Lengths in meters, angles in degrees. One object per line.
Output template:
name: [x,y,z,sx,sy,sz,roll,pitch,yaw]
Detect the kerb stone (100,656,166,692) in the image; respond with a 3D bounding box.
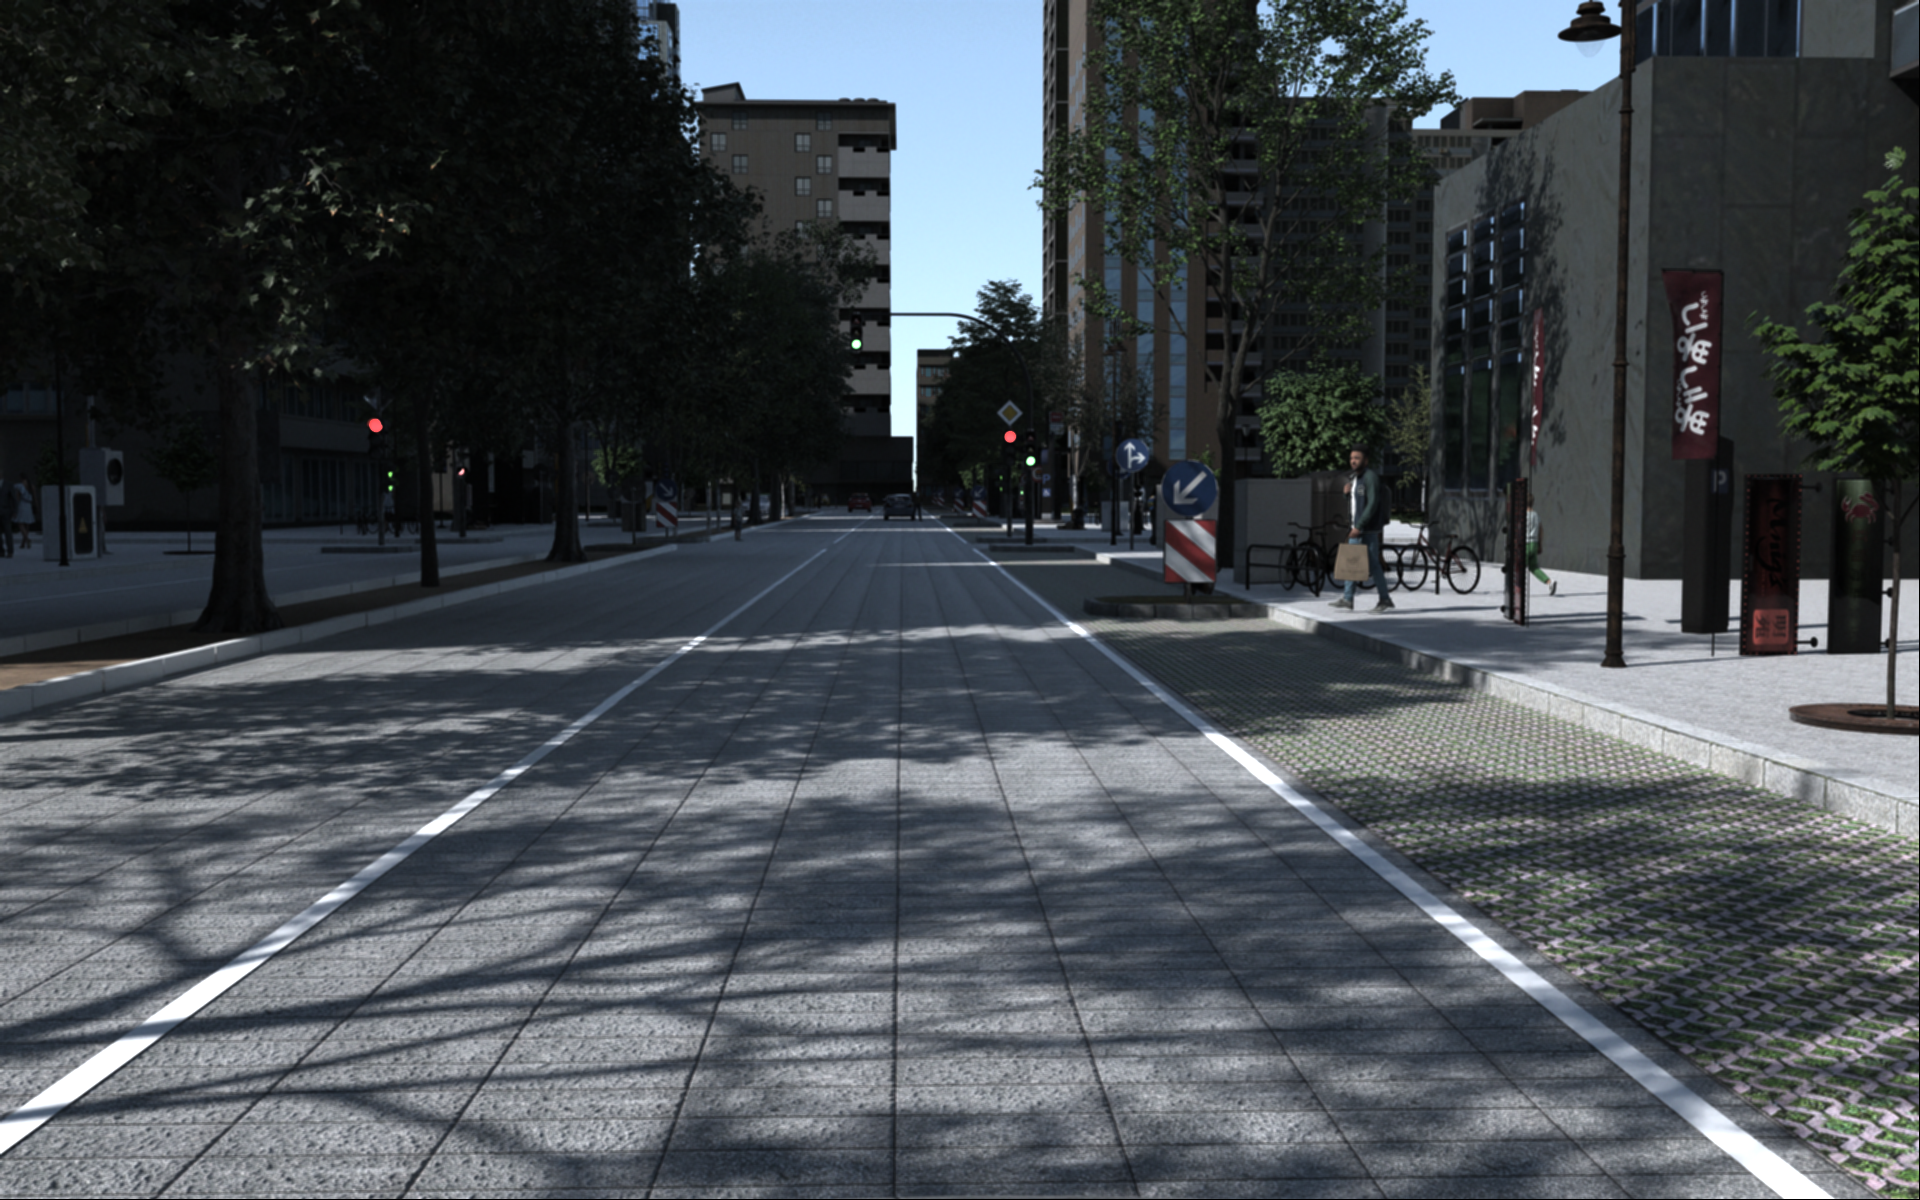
kerb stone: [-6.274,0.560,13.048,0.120,0.150,1.000,0,4,-2]

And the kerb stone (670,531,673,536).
kerb stone: [-9.876,-2.221,58.608,0.120,0.150,1.000,0,4,-2]

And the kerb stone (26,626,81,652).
kerb stone: [-8.481,0.375,16.071,0.120,0.150,1.000,0,4,-2]

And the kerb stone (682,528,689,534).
kerb stone: [-10.013,-2.477,62.702,0.120,0.150,1.000,0,4,-2]

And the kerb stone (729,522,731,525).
kerb stone: [-10.515,-3.417,78.062,0.120,0.150,1.000,0,4,-2]

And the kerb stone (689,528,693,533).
kerb stone: [-10.050,-2.540,63.724,0.120,0.150,1.000,0,4,-2]

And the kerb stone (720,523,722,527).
kerb stone: [-10.375,-3.162,73.976,0.120,0.150,1.000,0,4,-2]

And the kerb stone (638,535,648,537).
kerb stone: [-9.671,-1.852,52.468,0.120,0.150,1.000,0,4,-2]

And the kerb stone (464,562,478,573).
kerb stone: [-8.979,-0.561,31.431,0.120,0.150,1.000,0,4,-2]

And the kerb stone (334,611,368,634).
kerb stone: [-6.451,0.246,18.175,0.120,0.150,1.000,0,4,-2]

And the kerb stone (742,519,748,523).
kerb stone: [-10.824,-3.975,87.280,0.120,0.150,1.000,0,4,-2]

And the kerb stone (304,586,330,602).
kerb stone: [-8.711,-0.063,23.231,0.120,0.150,1.000,0,4,-2]

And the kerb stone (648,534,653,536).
kerb stone: [-9.704,-1.914,53.490,0.120,0.150,1.000,0,4,-2]

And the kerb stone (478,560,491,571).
kerb stone: [-9.017,-0.627,32.459,0.120,0.150,1.000,0,4,-2]

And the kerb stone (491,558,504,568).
kerb stone: [-9.049,-0.691,33.487,0.120,0.150,1.000,0,4,-2]

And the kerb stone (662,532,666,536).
kerb stone: [-9.804,-2.102,56.564,0.120,0.150,1.000,0,4,-2]

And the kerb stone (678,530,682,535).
kerb stone: [-9.939,-2.350,60.651,0.120,0.150,1.000,0,4,-2]

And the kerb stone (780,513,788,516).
kerb stone: [-11.767,-5.729,115.947,0.120,0.150,1.000,0,4,-2]

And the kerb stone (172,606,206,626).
kerb stone: [-8.572,0.196,19.146,0.120,0.150,1.000,0,4,-2]

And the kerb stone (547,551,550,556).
kerb stone: [-9.220,-0.999,38.599,0.120,0.150,1.000,0,4,-2]

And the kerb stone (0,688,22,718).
kerb stone: [-6.203,0.689,10.996,0.120,0.150,1.000,0,4,-2]

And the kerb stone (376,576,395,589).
kerb stone: [-8.822,-0.251,26.306,0.120,0.150,1.000,0,4,-2]

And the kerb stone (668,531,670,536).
kerb stone: [-9.848,-2.165,57.585,0.120,0.150,1.000,0,4,-2]

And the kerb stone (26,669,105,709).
kerb stone: [-6.243,0.623,12.017,0.120,0.150,1.000,0,4,-2]

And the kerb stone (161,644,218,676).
kerb stone: [-6.314,0.500,14.073,0.120,0.150,1.000,0,4,-2]

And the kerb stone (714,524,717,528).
kerb stone: [-10.316,-3.040,71.932,0.120,0.150,1.000,0,4,-2]

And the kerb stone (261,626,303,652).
kerb stone: [-6.378,0.371,16.127,0.120,0.150,1.000,0,4,-2]

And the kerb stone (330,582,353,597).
kerb stone: [-8.755,-0.125,24.261,0.120,0.150,1.000,0,4,-2]

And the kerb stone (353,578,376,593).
kerb stone: [-8.780,-0.189,25.285,0.120,0.150,1.000,0,4,-2]

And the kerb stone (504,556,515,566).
kerb stone: [-9.083,-0.753,34.508,0.120,0.150,1.000,0,4,-2]

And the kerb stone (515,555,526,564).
kerb stone: [-9.116,-0.816,35.530,0.120,0.150,1.000,0,4,-2]

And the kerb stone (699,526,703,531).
kerb stone: [-10.147,-2.728,66.803,0.120,0.150,1.000,0,4,-2]

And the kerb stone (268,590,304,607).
kerb stone: [-8.675,0.000,22.210,0.120,0.150,1.000,0,4,-2]

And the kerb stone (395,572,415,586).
kerb stone: [-8.840,-0.312,27.339,0.120,0.150,1.000,0,4,-2]

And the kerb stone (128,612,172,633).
kerb stone: [-8.545,0.249,18.124,0.120,0.150,1.000,0,4,-2]

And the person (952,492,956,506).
person: [-0.488,-10.742,182.128,0.568,1.767,0.683,2,4,26]

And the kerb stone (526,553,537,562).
kerb stone: [-9.151,-0.878,36.551,0.120,0.150,1.000,0,4,-2]

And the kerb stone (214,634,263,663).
kerb stone: [-6.346,0.434,15.104,0.120,0.150,1.000,0,4,-2]

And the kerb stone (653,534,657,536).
kerb stone: [-9.739,-1.977,54.515,0.120,0.150,1.000,0,4,-2]

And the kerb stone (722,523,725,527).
kerb stone: [-10.414,-3.229,74.997,0.120,0.150,1.000,0,4,-2]

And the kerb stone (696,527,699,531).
kerb stone: [-10.110,-2.666,65.782,0.120,0.150,1.000,0,4,-2]

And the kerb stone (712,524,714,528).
kerb stone: [-10.280,-2.978,70.908,0.120,0.150,1.000,0,4,-2]

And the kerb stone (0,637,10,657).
kerb stone: [-8.443,0.437,15.049,0.120,0.150,1.000,0,4,-2]

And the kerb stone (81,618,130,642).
kerb stone: [-8.509,0.315,17.103,0.120,0.150,1.000,0,4,-2]

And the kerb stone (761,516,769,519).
kerb stone: [-11.223,-4.732,99.564,0.120,0.150,1.000,0,4,-2]

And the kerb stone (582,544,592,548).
kerb stone: [-9.378,-1.316,43.726,0.120,0.150,1.000,0,4,-2]

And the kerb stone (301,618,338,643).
kerb stone: [-6.407,0.315,17.149,0.120,0.150,1.000,0,4,-2]

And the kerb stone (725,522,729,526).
kerb stone: [-10.484,-3.354,77.040,0.120,0.150,1.000,0,4,-2]

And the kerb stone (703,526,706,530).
kerb stone: [-10.182,-2.790,67.834,0.120,0.150,1.000,0,4,-2]

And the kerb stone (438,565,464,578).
kerb stone: [-8.948,-0.502,30.406,0.120,0.150,1.000,0,4,-2]

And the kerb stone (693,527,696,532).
kerb stone: [-10.076,-2.603,64.760,0.120,0.150,1.000,0,4,-2]

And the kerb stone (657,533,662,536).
kerb stone: [-9.779,-2.039,55.536,0.120,0.150,1.000,0,4,-2]

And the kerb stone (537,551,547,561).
kerb stone: [-9.179,-0.934,37.578,0.120,0.150,1.000,0,4,-2]

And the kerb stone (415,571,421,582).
kerb stone: [-8.881,-0.377,28.360,0.120,0.150,1.000,0,4,-2]
